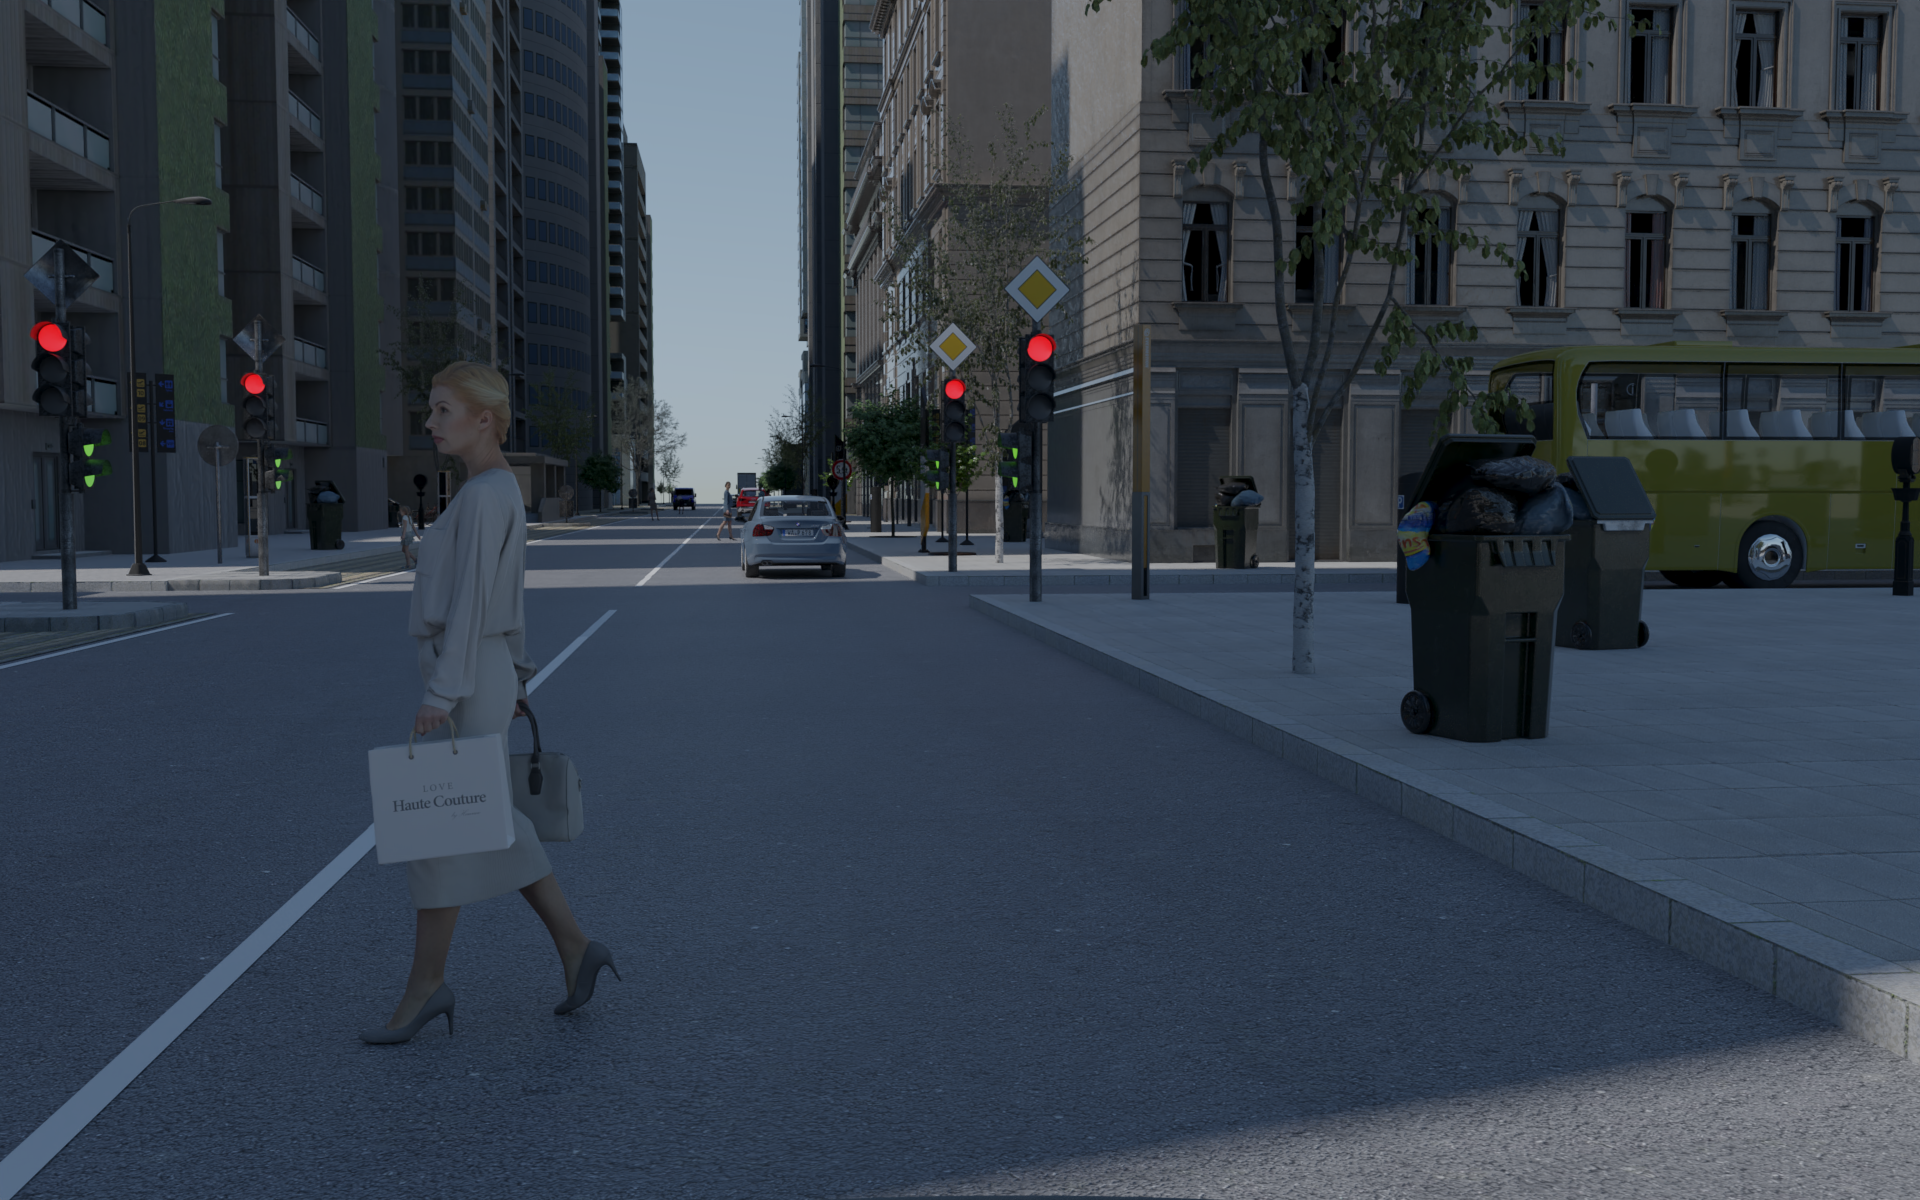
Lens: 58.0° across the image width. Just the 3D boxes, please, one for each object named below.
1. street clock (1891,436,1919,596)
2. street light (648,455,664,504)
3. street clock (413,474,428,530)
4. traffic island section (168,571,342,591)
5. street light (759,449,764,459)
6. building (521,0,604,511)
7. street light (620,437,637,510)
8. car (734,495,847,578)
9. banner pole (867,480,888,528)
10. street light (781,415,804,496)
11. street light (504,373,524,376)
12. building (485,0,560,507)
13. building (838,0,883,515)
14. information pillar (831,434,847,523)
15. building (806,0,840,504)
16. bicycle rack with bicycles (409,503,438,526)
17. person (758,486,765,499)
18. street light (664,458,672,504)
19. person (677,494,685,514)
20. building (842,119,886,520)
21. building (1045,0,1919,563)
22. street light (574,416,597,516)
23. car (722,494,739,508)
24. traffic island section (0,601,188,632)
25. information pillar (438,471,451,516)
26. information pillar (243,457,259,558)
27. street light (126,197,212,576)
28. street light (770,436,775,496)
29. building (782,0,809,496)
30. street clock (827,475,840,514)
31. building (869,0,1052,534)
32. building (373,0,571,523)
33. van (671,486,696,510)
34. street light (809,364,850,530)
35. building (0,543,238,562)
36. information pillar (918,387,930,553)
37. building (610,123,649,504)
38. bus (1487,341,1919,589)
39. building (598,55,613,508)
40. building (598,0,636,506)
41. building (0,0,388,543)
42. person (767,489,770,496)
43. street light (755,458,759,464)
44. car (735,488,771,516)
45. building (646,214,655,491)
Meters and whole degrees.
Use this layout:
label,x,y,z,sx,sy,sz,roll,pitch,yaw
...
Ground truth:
label,x,y,z,sx,sy,sz,roll,pitch,yaw
street clock,11.921,-1.056,21.836,0.471,2.002,0.358,-3,5,-42
street light,-32.857,-13.050,185.904,1.470,5.913,1.316,0,4,-7
street clock,-19.425,-3.538,62.414,0.471,2.002,0.358,0,4,-1
traffic island section,-10.950,-0.301,27.205,2.009,0.180,2.903,0,4,-7
street light,-19.764,-12.622,178.911,1.470,5.913,1.316,0,4,-7
building,-39.664,-36.214,134.097,21.231,58.520,28.212,0,4,-7
street light,-27.189,-10.364,141.990,1.470,5.913,1.316,0,4,-7
car,-3.025,-1.166,31.074,2.014,1.417,4.499,-1,4,-8
banner pole,-3.074,-4.570,64.742,0.863,3.779,0.401,0,4,3
street light,-9.843,-7.940,102.360,1.470,5.913,1.316,0,4,-7
street light,-17.383,-5.744,66.448,1.470,5.913,1.316,0,4,-7
building,-36.569,-41.057,109.541,20.563,71.187,20.611,0,4,-7
building,-1.051,-26.333,114.135,14.154,41.232,14.086,0,4,-7
information pillar,-4.673,-4.671,67.728,0.504,3.616,0.183,-1,4,-16
building,-3.888,-38.005,163.385,21.231,58.520,28.212,0,4,-7
bicycle rack with bicycles,-21.069,-3.484,70.353,2.925,0.926,2.852,-2,4,-24
person,-10.531,-5.118,92.036,0.748,1.841,0.638,3,5,41
street light,-38.089,-15.482,225.664,1.470,5.913,1.316,0,4,-7
person,-20.005,-6.859,123.835,0.799,1.438,0.628,1,4,19
building,1.091,-15.331,92.459,13.314,21.916,24.055,0,4,-7
building,11.464,-11.498,37.144,18.267,20.994,9.793,0,4,-7
street light,-22.182,-7.961,102.706,1.470,5.913,1.316,0,4,-7
car,-20.694,-9.073,158.132,2.009,1.686,4.222,-1,4,-8
traffic island section,-9.928,0.183,19.285,2.009,0.180,2.903,0,4,-7
information pillar,-16.385,-3.093,55.063,0.304,2.012,0.304,0,4,5
information pillar,-14.167,-1.851,34.753,0.304,2.012,0.304,-3,4,-36
street light,-12.390,-3.341,27.162,1.470,5.913,1.316,0,4,-7
street light,-14.541,-10.165,138.733,1.470,5.913,1.316,0,4,-7
building,-14.095,-57.081,245.945,22.319,86.520,31.000,0,4,-7
street clock,-4.758,-3.697,65.009,0.471,2.002,0.358,-1,4,-9
building,3.602,-16.549,67.836,12.463,27.353,25.104,0,4,-7
building,-35.552,-23.802,81.044,32.217,40.220,23.993,0,4,-7
van,-24.799,-9.266,155.883,2.240,2.365,5.245,0,4,-7
street light,-4.686,-5.473,62.032,1.470,5.913,1.316,0,4,-7
building,-23.608,-21.377,33.111,14.154,41.232,14.086,0,4,-7
information pillar,-0.770,-2.838,37.756,0.183,3.616,0.504,-1,4,-14
building,-52.188,-36.854,226.271,21.300,48.544,21.600,0,4,-7
bus,14.358,-2.129,26.359,12.252,3.916,2.896,0,4,-6
building,-39.157,-28.892,155.974,14.154,41.232,14.086,0,4,-7
building,-48.790,-54.215,199.080,22.319,86.520,31.000,0,4,-7
building,-27.150,-22.709,54.882,14.154,41.232,14.086,0,4,-7
person,-13.768,-7.125,124.936,0.705,1.831,1.348,0,4,-1
street light,-25.269,-15.264,222.107,1.470,5.913,1.316,0,4,-7
car,-12.844,-6.046,107.533,2.281,1.827,5.304,0,4,-8
building,-50.856,-34.368,245.508,14.154,41.232,14.086,0,4,-7
